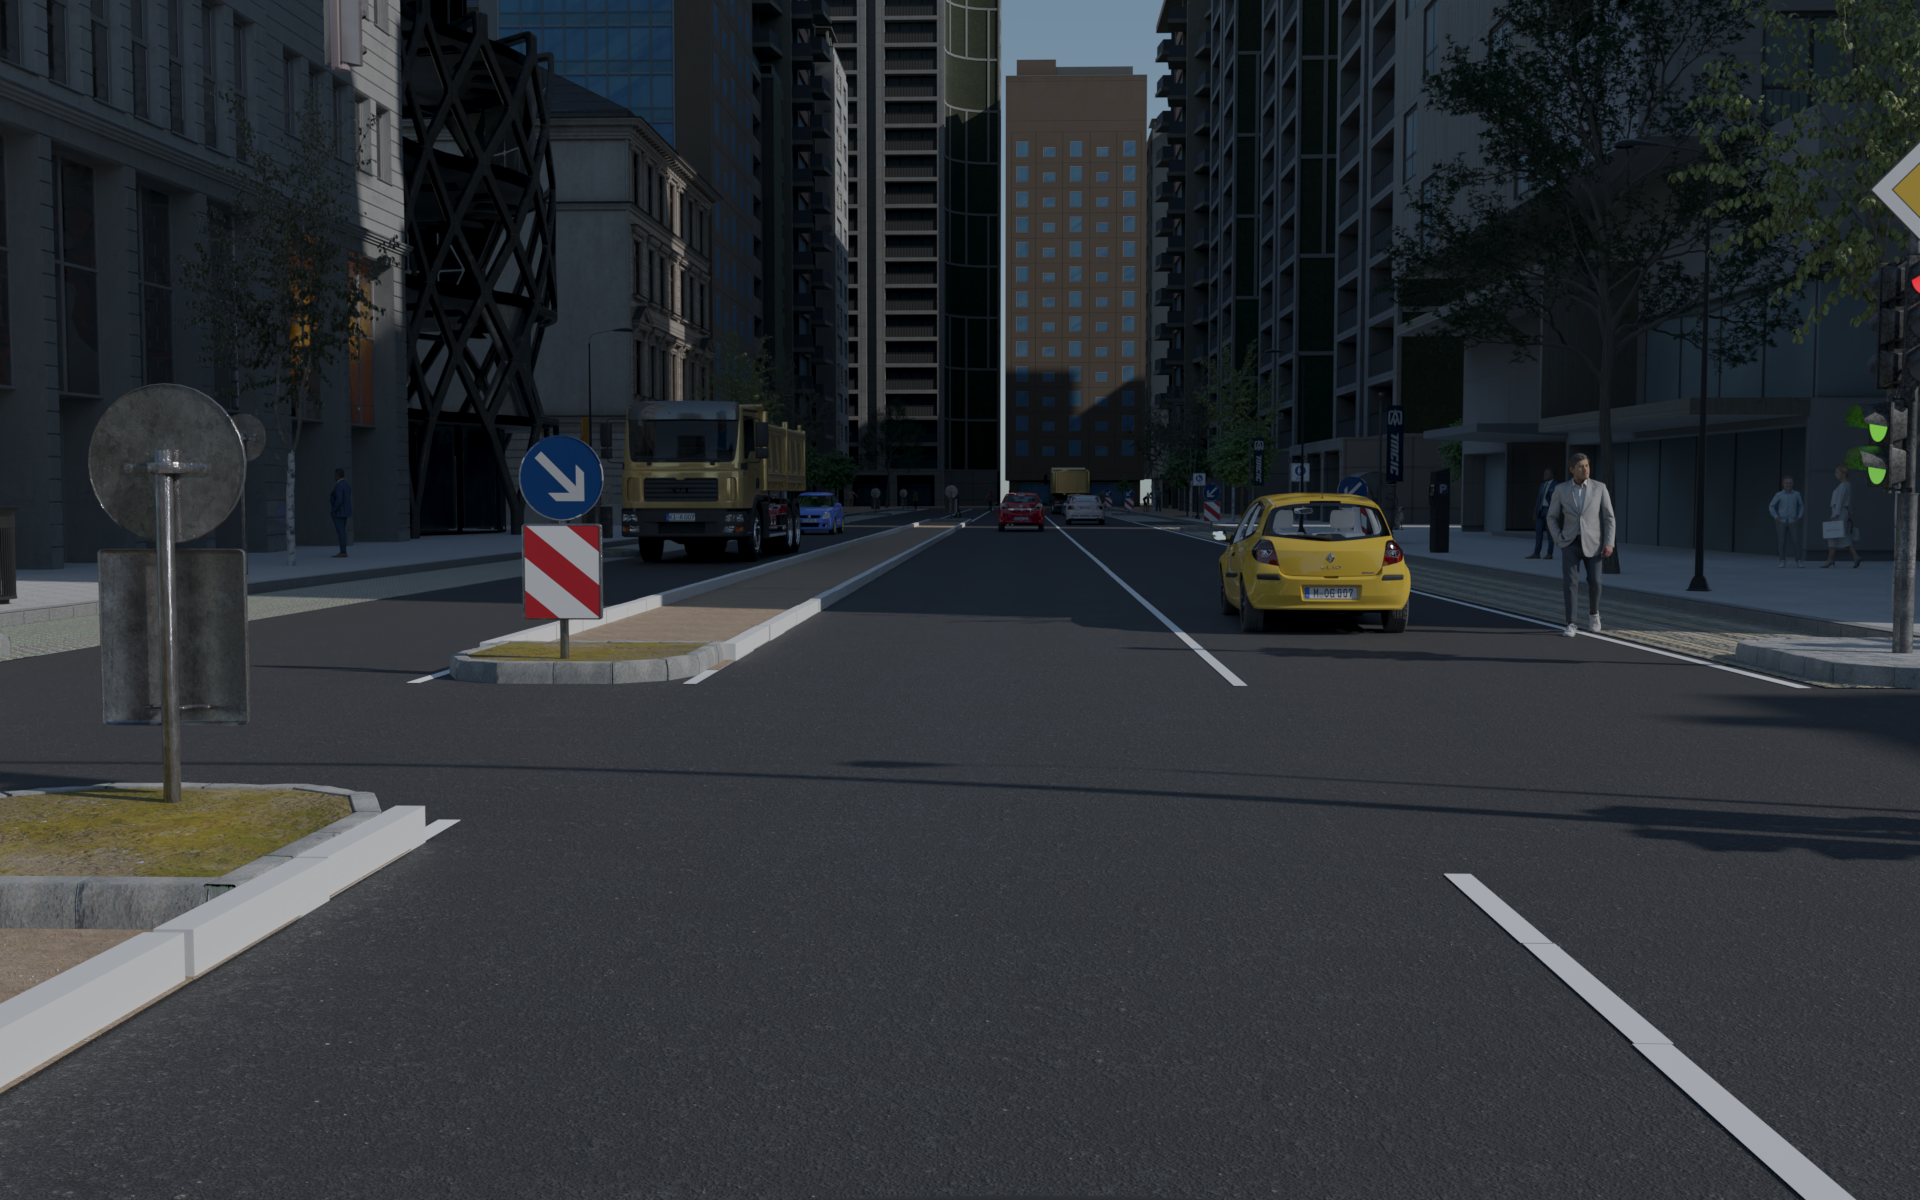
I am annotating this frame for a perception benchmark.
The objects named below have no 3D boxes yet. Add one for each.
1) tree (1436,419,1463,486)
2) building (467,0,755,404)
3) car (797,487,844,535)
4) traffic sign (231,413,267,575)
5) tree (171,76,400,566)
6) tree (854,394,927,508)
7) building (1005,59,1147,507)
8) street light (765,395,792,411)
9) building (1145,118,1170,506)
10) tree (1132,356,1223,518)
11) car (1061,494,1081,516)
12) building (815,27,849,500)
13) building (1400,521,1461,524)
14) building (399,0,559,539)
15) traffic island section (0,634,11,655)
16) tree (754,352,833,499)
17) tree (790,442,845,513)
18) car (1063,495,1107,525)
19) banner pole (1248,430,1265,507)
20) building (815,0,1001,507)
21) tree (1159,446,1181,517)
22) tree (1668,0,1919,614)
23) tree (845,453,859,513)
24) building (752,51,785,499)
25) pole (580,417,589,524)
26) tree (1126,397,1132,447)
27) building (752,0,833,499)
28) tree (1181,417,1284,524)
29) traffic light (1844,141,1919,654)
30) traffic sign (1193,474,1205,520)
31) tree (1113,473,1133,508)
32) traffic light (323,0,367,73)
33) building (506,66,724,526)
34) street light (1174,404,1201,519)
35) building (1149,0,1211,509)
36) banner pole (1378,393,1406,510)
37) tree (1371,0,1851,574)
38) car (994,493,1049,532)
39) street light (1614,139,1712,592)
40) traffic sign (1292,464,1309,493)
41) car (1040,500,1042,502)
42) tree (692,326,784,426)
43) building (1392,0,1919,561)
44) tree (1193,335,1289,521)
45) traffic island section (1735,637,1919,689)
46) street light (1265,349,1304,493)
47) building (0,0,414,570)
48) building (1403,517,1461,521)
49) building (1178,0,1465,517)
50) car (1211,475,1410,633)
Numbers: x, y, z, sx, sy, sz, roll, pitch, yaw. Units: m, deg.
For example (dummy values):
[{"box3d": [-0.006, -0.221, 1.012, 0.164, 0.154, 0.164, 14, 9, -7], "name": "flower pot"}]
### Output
[{"box3d": [19.571, -4.966, 64.904, 4.285, 4.588, 4.351, 0, 3, 0], "name": "tree"}, {"box3d": [-19.510, -27.308, 96.594, 14.600, 45.320, 14.200, 0, 4, 2], "name": "building"}, {"box3d": [-5.169, -3.216, 62.165, 1.945, 1.707, 3.694, 0, 4, 3], "name": "car"}, {"box3d": [-11.339, -1.669, 27.402, 0.768, 2.556, 0.104, 0, 4, 6], "name": "traffic sign"}, {"box3d": [-12.078, -4.933, 31.018, 4.360, 8.622, 3.978, 0, 3, 0], "name": "tree"}, {"box3d": [-6.469, -13.802, 160.075, 7.601, 10.594, 8.767, 0, 4, 7], "name": "tree"}, {"box3d": [11.921, -32.537, 182.091, 14.200, 45.320, 14.600, 0, 4, 2], "name": "building"}, {"box3d": [-8.569, -6.655, 81.346, 1.470, 5.913, 1.316, 0, 4, 2], "name": "street light"}, {"box3d": [26.756, -30.494, 182.177, 14.086, 41.232, 14.154, 0, 4, 2], "name": "building"}, {"box3d": [12.202, -8.690, 92.441, 4.360, 8.622, 3.978, 0, 3, 0], "name": "tree"}, {"box3d": [7.719, -6.283, 114.735, 2.014, 1.417, 4.499, 0, 3, 0], "name": "car"}, {"box3d": [-17.277, -28.833, 155.015, 14.086, 41.232, 14.154, 0, 4, 2], "name": "building"}, {"box3d": [26.750, -39.027, 76.345, 20.563, 71.187, 20.611, 0, 4, 2], "name": "building"}, {"box3d": [-21.837, -11.488, 55.283, 16.820, 18.784, 16.811, 0, 4, 2], "name": "building"}, {"box3d": [-9.496, 0.471, 14.583, 2.009, 0.180, 2.903, 0, 4, 2], "name": "traffic island section"}, {"box3d": [-8.907, -8.519, 89.646, 4.360, 8.622, 3.978, 0, 3, 0], "name": "tree"}, {"box3d": [-9.583, -7.316, 103.337, 4.285, 4.588, 4.351, 0, 3, 0], "name": "tree"}, {"box3d": [5.949, -4.279, 82.326, 2.083, 1.381, 4.827, 0, 4, 4], "name": "car"}, {"box3d": [11.488, -4.735, 67.441, 0.863, 3.779, 0.401, -1, 4, -15], "name": "banner pole"}, {"box3d": [-5.958, -45.687, 185.231, 20.611, 71.187, 20.563, 0, 4, 2], "name": "building"}, {"box3d": [12.918, -7.045, 98.892, 4.285, 4.588, 4.351, 0, 3, 0], "name": "tree"}, {"box3d": [9.827, -4.140, 18.056, 4.737, 8.622, 4.395, 0, 3, 0], "name": "tree"}, {"box3d": [-8.567, -8.256, 118.701, 4.285, 4.588, 4.351, 0, 3, 0], "name": "tree"}, {"box3d": [-19.180, -20.763, 111.171, 14.160, 30.474, 14.107, 0, 4, 2], "name": "building"}, {"box3d": [-9.947, -3.188, 45.973, 0.158, 3.312, 0.155, 0, 3, 0], "name": "pole"}, {"box3d": [13.511, -10.383, 120.131, 4.360, 8.622, 3.978, 0, 3, 0], "name": "tree"}, {"box3d": [-21.554, -29.214, 132.276, 22.147, 44.769, 28.867, 0, 4, 2], "name": "building"}, {"box3d": [12.244, -5.556, 74.555, 4.285, 4.588, 4.351, 0, 3, 0], "name": "tree"}, {"box3d": [7.596, -1.527, 13.880, 0.839, 4.253, 0.868, 0, 4, 2], "name": "traffic light"}, {"box3d": [11.845, -5.117, 85.789, 0.606, 2.300, 0.079, 1, 4, 10], "name": "traffic sign"}, {"box3d": [15.076, -10.018, 158.388, 1.663, 3.219, 1.824, 0, 3, 0], "name": "tree"}, {"box3d": [-7.362, -2.431, 14.410, 4.771, 5.953, 1.251, 0, 4, 2], "name": "traffic light"}, {"box3d": [-17.612, -13.111, 78.990, 10.561, 19.102, 19.286, 0, 4, 2], "name": "building"}, {"box3d": [11.690, -7.119, 88.931, 1.470, 5.913, 1.316, 0, 4, 2], "name": "street light"}, {"box3d": [27.839, -30.027, 145.565, 22.147, 44.769, 28.867, 0, 4, 2], "name": "building"}, {"box3d": [10.613, -3.233, 42.879, 0.863, 3.779, 0.401, -1, 4, -13], "name": "banner pole"}, {"box3d": [10.156, -5.704, 27.672, 7.601, 10.594, 8.767, 1, 4, 12], "name": "tree"}, {"box3d": [2.396, -3.581, 67.585, 2.155, 1.783, 4.494, 0, 4, 2], "name": "car"}, {"box3d": [9.250, -3.074, 22.799, 1.470, 5.913, 1.316, 0, 4, 2], "name": "street light"}, {"box3d": [11.337, -3.403, 57.767, 0.606, 2.300, 0.079, 0, 4, 4], "name": "traffic sign"}, {"box3d": [3.797, -5.649, 101.159, 1.959, 1.807, 4.718, 0, 4, 3], "name": "car"}, {"box3d": [-9.491, -7.644, 75.349, 4.737, 8.622, 4.395, 0, 3, 0], "name": "tree"}, {"box3d": [27.732, -27.867, 44.862, 28.713, 52.752, 27.495, 0, 4, 2], "name": "building"}, {"box3d": [13.061, -7.988, 80.968, 4.737, 8.622, 4.395, 0, 3, 0], "name": "tree"}, {"box3d": [7.635, 0.507, 13.993, 2.009, 0.180, 2.903, 0, 4, 2], "name": "traffic island section"}, {"box3d": [10.473, -5.087, 55.705, 1.470, 5.913, 1.316, 0, 4, 2], "name": "street light"}, {"box3d": [-20.815, -15.544, 31.635, 11.434, 29.767, 29.804, 0, 4, 2], "name": "building"}, {"box3d": [26.865, -40.443, 99.501, 20.563, 71.187, 20.611, 0, 4, 2], "name": "building"}, {"box3d": [26.577, -41.703, 120.095, 20.563, 71.187, 20.611, 0, 4, 2], "name": "building"}, {"box3d": [3.867, -0.559, 19.358, 2.015, 1.641, 3.980, 0, 4, 4], "name": "car"}]
